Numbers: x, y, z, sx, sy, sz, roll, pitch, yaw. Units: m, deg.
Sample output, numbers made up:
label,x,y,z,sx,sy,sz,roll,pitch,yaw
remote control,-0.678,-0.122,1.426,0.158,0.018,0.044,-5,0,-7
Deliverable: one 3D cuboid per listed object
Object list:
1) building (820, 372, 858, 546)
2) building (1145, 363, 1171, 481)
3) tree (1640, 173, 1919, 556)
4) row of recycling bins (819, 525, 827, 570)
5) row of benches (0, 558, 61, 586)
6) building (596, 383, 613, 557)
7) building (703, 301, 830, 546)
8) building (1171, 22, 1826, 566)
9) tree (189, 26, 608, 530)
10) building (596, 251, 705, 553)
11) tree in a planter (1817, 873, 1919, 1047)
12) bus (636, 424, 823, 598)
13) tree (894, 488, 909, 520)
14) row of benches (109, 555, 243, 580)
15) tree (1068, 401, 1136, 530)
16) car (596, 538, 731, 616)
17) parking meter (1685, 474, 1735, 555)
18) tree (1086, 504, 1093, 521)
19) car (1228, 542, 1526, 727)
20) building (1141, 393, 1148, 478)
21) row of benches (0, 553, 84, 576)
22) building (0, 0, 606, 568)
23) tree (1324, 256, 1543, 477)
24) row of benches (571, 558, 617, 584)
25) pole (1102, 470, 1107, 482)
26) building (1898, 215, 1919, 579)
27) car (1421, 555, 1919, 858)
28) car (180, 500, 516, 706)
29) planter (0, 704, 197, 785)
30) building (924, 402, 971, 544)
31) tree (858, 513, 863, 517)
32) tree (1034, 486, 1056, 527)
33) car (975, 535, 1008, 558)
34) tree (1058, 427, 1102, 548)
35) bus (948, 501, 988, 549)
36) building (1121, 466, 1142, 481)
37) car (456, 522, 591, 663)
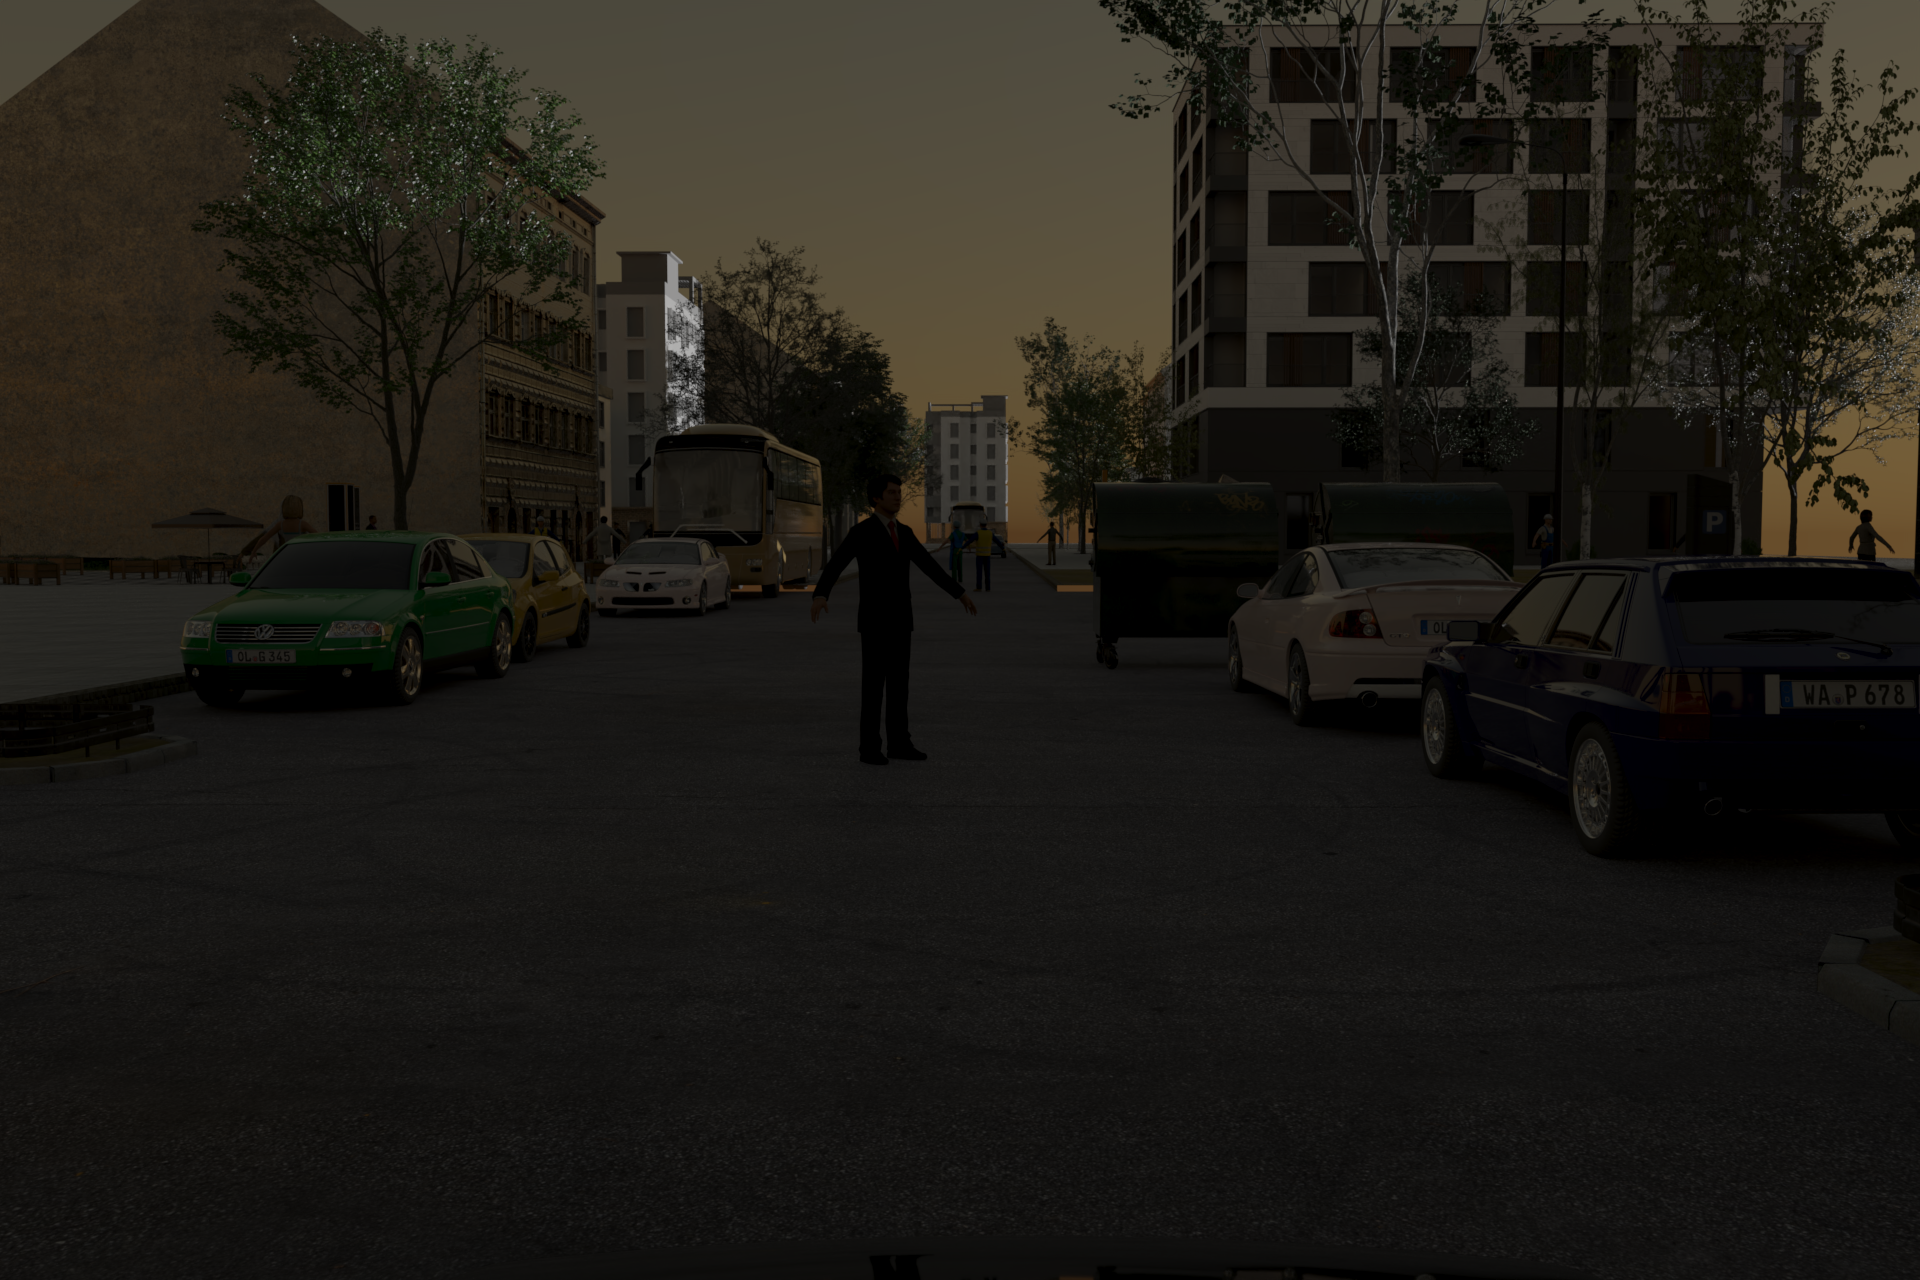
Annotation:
label,x,y,z,sx,sy,sz,roll,pitch,yaw
building,-21.703,-20.726,205.327,16.747,18.905,31.486,0,4,1
building,28.429,-20.697,169.325,19.493,23.208,18.063,0,4,1
tree,28.939,-9.142,59.848,12.009,13.543,11.850,0,3,0
row of recycling bins,-5.328,-3.391,62.559,1.069,1.692,3.534,0,4,2
row of benches,-24.223,-1.761,44.256,4.104,0.672,1.422,3,4,37
building,-24.614,-9.679,100.397,9.099,9.664,28.070,0,4,1
building,-23.137,-20.833,171.553,19.493,23.208,18.063,0,4,1
building,24.204,-14.804,86.023,27.936,21.610,32.646,0,4,1
tree,-11.175,-6.670,34.804,9.928,11.665,9.643,0,3,0
building,-24.350,-15.954,117.262,16.016,20.090,11.380,0,4,1
tree in a planter,3.673,-0.471,4.928,1.991,3.239,1.994,0,4,1
bus,-5.214,-3.101,42.254,2.896,3.916,12.252,0,4,1
tree,-8.399,-17.345,233.947,4.360,8.622,3.978,0,3,0
row of benches,-22.773,-2.150,50.608,1.422,0.672,4.104,2,4,30
tree,7.680,-8.936,96.473,4.360,8.622,3.978,0,3,0
car,-5.351,-1.182,31.694,2.083,1.381,4.827,0,4,1
parking meter,7.307,-0.684,16.900,0.399,1.863,0.255,0,4,1
tree,18.913,-17.324,233.604,4.360,8.622,3.978,0,3,0
car,3.412,-0.118,14.286,2.083,1.381,4.827,0,4,0
building,29.843,-21.831,187.862,19.493,23.208,18.063,0,4,1
row of benches,-29.072,-2.403,54.748,4.104,0.672,1.422,2,4,33
building,-26.759,-14.831,73.415,19.493,23.208,18.063,0,4,2
tree,15.925,-7.602,58.701,7.601,10.594,8.767,0,4,5
row of benches,-9.241,-1.804,44.959,4.104,0.672,1.422,-2,4,-28
pole,4.591,-3.742,55.026,0.158,3.312,0.155,0,3,0
building,30.292,-15.422,31.742,16.754,29.471,25.880,0,4,1
car,3.645,0.219,9.005,1.945,1.354,3.894,0,4,0
car,-5.442,-0.434,15.885,1.959,1.807,4.718,0,4,1
planter,-5.960,0.633,10.787,1.991,0.319,1.994,0,4,1
building,-4.573,-23.305,239.916,11.380,20.090,16.016,0,4,1
tree,-17.359,-20.262,237.936,9.857,13.997,8.962,0,3,0
tree,12.670,-17.342,233.900,4.360,8.622,3.978,0,3,0
car,1.893,-5.652,104.407,2.014,1.417,4.499,0,4,0
tree,8.294,-10.357,119.701,4.360,8.622,3.978,0,3,0
bus,0.693,-8.713,133.998,2.896,3.916,12.252,0,4,1
building,25.548,-16.693,215.081,9.099,9.664,28.070,0,4,1
car,-5.609,-0.630,20.532,2.015,1.641,3.980,0,4,1
